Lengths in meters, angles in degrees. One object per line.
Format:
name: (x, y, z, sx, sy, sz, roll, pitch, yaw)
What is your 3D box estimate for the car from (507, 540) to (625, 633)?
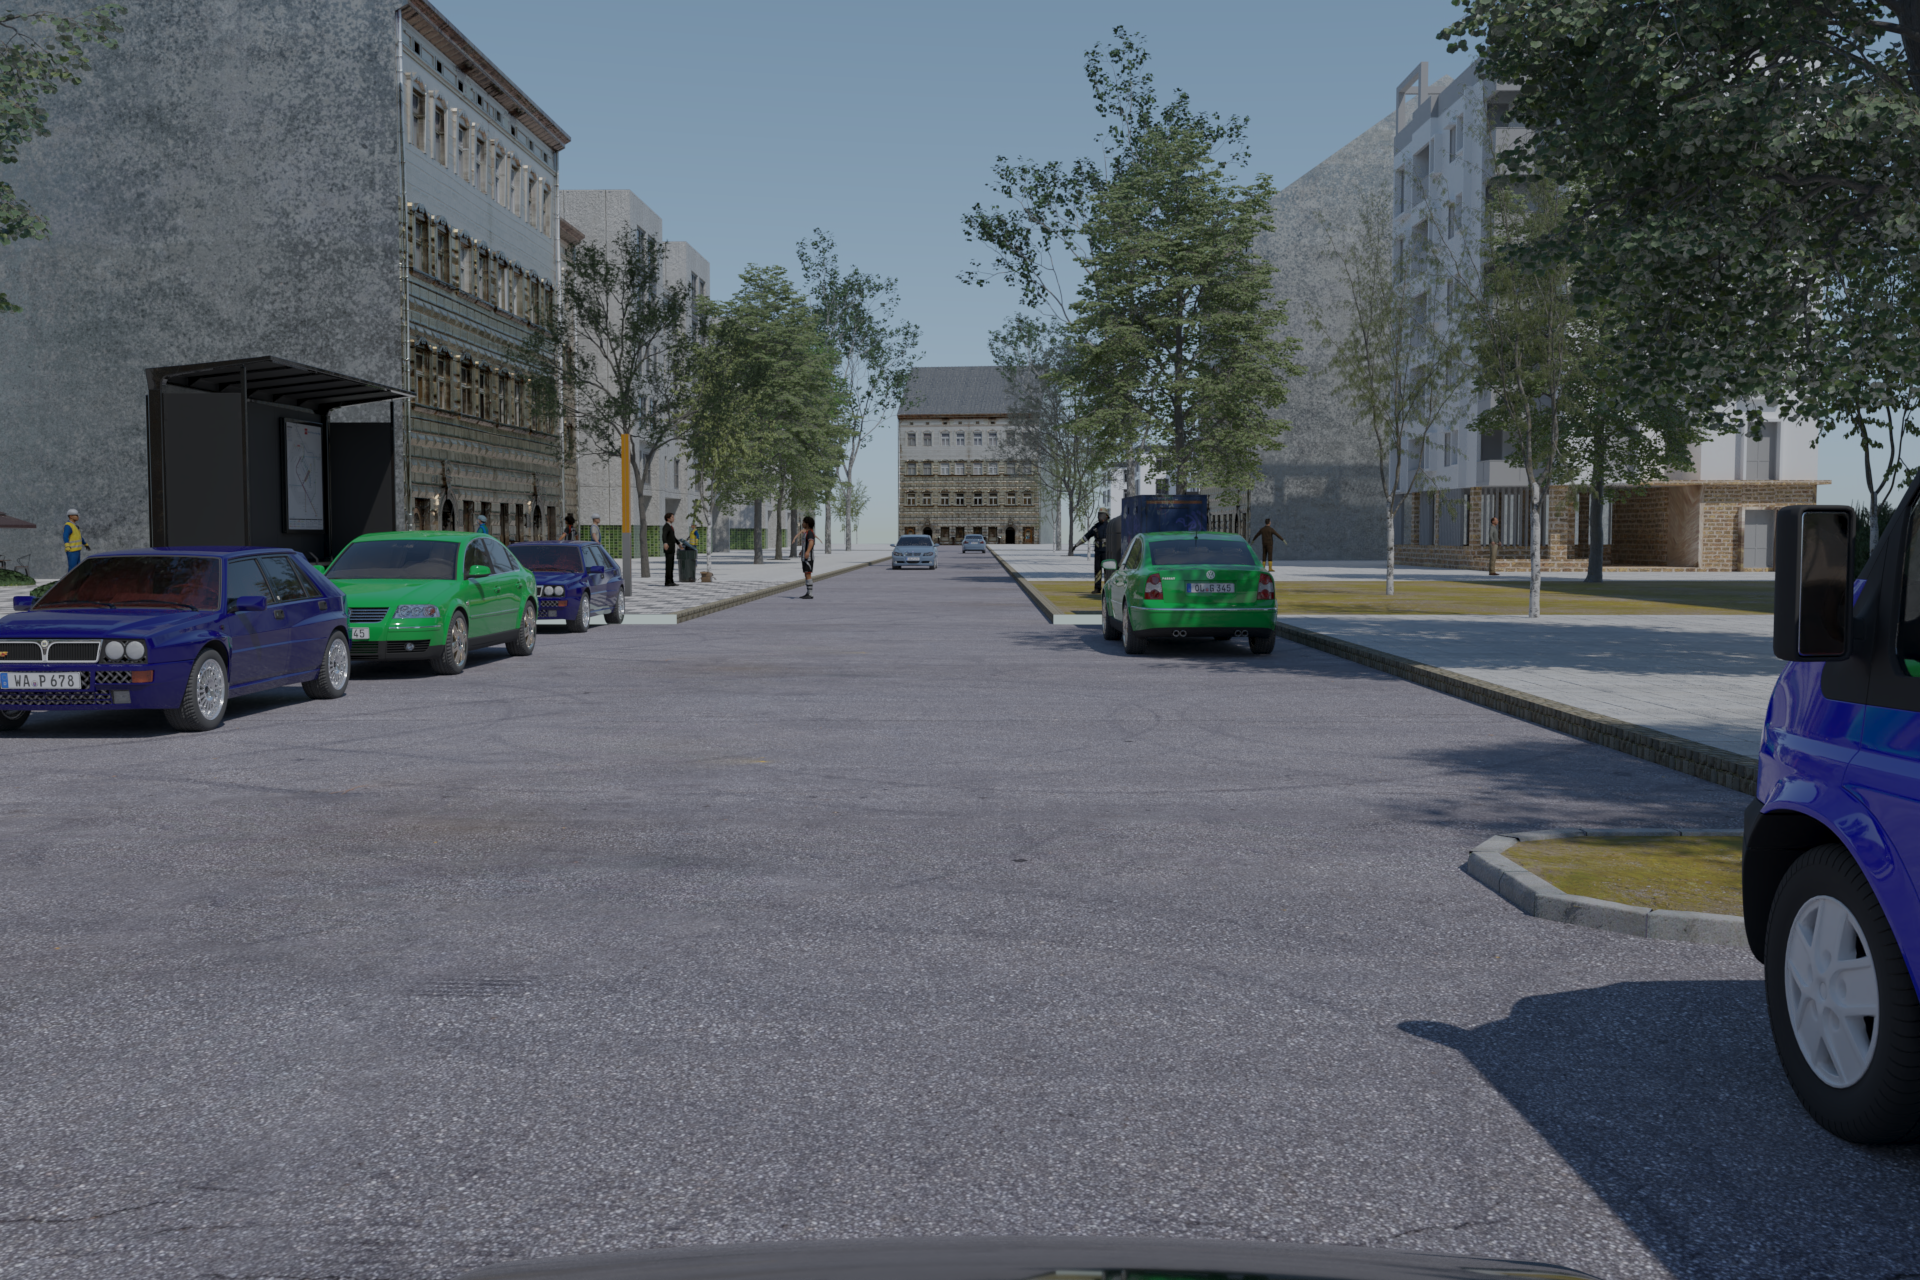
car: (-6.271, -0.843, 26.370, 1.945, 1.354, 3.894, 0, 4, 1)

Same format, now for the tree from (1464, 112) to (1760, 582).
tree: (17.133, -7.827, 46.102, 7.486, 12.596, 7.792, 0, 3, 0)

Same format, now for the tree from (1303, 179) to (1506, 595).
tree: (9.095, -5.269, 36.514, 4.360, 8.622, 3.978, 0, 3, 0)

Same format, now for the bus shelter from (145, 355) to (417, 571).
bus shelter: (-9.916, -2.118, 25.909, 1.731, 3.624, 6.357, 0, 3, 0)

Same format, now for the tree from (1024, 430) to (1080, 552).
tree: (6.571, -10.397, 120.351, 4.360, 8.622, 3.978, 0, 3, 0)

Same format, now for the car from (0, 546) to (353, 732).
car: (-6.282, -0.075, 13.799, 1.945, 1.354, 3.894, 0, 4, 1)

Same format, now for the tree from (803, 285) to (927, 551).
tree: (-8.397, -16.789, 130.390, 12.611, 20.169, 13.585, 0, 3, 0)

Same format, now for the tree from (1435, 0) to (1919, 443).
tree: (9.031, -6.652, 15.421, 9.857, 13.997, 8.962, 0, 3, 0)

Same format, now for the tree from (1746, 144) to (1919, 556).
tree: (16.780, -4.982, 31.810, 4.737, 8.622, 4.395, 0, 3, 0)

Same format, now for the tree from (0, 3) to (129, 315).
tree: (-12.253, -6.587, 14.355, 9.857, 13.997, 8.962, 0, 3, 0)

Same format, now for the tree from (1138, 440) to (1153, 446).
tree: (24.481, -19.174, 223.871, 12.009, 13.543, 11.850, 0, 3, 0)

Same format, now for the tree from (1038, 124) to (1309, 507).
tree: (6.041, -8.012, 49.125, 7.486, 12.596, 7.792, 0, 3, 0)

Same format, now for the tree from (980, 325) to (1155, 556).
tree: (6.492, -11.571, 99.563, 12.009, 13.543, 11.850, 0, 3, 0)

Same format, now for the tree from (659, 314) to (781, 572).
tree: (-8.442, -6.656, 59.186, 4.737, 8.622, 4.395, 0, 3, 0)

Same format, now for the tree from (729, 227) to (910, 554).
tree: (-9.401, -15.541, 109.992, 12.611, 20.169, 13.585, 0, 3, 0)

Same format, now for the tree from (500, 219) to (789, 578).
tree: (-9.268, -7.124, 50.893, 8.767, 10.594, 7.601, -1, 4, -10)

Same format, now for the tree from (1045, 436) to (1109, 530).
tree: (6.956, -9.859, 111.556, 4.360, 8.622, 3.978, 0, 3, 0)

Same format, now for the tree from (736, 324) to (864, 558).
tree: (-9.100, -10.744, 93.788, 7.486, 12.596, 7.792, 0, 3, 0)

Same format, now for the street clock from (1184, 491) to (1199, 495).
street clock: (3.935, -1.523, 29.466, 0.358, 2.002, 0.471, 0, 4, 1)

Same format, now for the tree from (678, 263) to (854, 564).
tree: (-8.258, -9.450, 72.630, 7.486, 12.596, 7.792, 0, 3, 0)

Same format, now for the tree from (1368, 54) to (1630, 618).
tree: (9.017, -4.649, 26.370, 4.360, 8.622, 3.978, 0, 3, 0)

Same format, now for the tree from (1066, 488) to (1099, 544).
tree: (15.640, -16.569, 221.260, 4.737, 8.622, 4.395, 0, 3, 0)

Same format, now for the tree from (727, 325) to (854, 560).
tree: (-8.791, -9.741, 85.013, 9.928, 11.665, 9.643, 0, 3, 0)

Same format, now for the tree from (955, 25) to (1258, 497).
tree: (5.755, -12.948, 67.596, 12.611, 20.169, 13.585, 0, 3, 0)

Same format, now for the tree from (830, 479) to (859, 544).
tree: (-14.916, -16.536, 220.725, 4.737, 8.622, 4.395, 0, 3, 0)

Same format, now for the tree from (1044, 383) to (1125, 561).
tree: (6.309, -8.141, 83.471, 4.360, 8.622, 3.978, 0, 3, 0)

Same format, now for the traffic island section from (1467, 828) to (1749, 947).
traffic island section: (3.143, 0.973, 6.953, 1.991, 0.108, 1.994, 0, 3, 0)

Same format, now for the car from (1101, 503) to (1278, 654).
car: (2.835, -0.810, 22.044, 1.959, 1.807, 4.718, 0, 4, -1)

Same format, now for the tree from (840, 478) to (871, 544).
tree: (-13.677, -16.833, 225.573, 4.737, 8.622, 4.395, 0, 3, 0)

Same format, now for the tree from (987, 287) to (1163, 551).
tree: (8.733, -16.834, 131.118, 12.611, 20.169, 13.585, 0, 3, 0)

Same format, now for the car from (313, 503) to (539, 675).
car: (-5.953, -0.626, 19.025, 1.959, 1.807, 4.718, 0, 4, 1)
